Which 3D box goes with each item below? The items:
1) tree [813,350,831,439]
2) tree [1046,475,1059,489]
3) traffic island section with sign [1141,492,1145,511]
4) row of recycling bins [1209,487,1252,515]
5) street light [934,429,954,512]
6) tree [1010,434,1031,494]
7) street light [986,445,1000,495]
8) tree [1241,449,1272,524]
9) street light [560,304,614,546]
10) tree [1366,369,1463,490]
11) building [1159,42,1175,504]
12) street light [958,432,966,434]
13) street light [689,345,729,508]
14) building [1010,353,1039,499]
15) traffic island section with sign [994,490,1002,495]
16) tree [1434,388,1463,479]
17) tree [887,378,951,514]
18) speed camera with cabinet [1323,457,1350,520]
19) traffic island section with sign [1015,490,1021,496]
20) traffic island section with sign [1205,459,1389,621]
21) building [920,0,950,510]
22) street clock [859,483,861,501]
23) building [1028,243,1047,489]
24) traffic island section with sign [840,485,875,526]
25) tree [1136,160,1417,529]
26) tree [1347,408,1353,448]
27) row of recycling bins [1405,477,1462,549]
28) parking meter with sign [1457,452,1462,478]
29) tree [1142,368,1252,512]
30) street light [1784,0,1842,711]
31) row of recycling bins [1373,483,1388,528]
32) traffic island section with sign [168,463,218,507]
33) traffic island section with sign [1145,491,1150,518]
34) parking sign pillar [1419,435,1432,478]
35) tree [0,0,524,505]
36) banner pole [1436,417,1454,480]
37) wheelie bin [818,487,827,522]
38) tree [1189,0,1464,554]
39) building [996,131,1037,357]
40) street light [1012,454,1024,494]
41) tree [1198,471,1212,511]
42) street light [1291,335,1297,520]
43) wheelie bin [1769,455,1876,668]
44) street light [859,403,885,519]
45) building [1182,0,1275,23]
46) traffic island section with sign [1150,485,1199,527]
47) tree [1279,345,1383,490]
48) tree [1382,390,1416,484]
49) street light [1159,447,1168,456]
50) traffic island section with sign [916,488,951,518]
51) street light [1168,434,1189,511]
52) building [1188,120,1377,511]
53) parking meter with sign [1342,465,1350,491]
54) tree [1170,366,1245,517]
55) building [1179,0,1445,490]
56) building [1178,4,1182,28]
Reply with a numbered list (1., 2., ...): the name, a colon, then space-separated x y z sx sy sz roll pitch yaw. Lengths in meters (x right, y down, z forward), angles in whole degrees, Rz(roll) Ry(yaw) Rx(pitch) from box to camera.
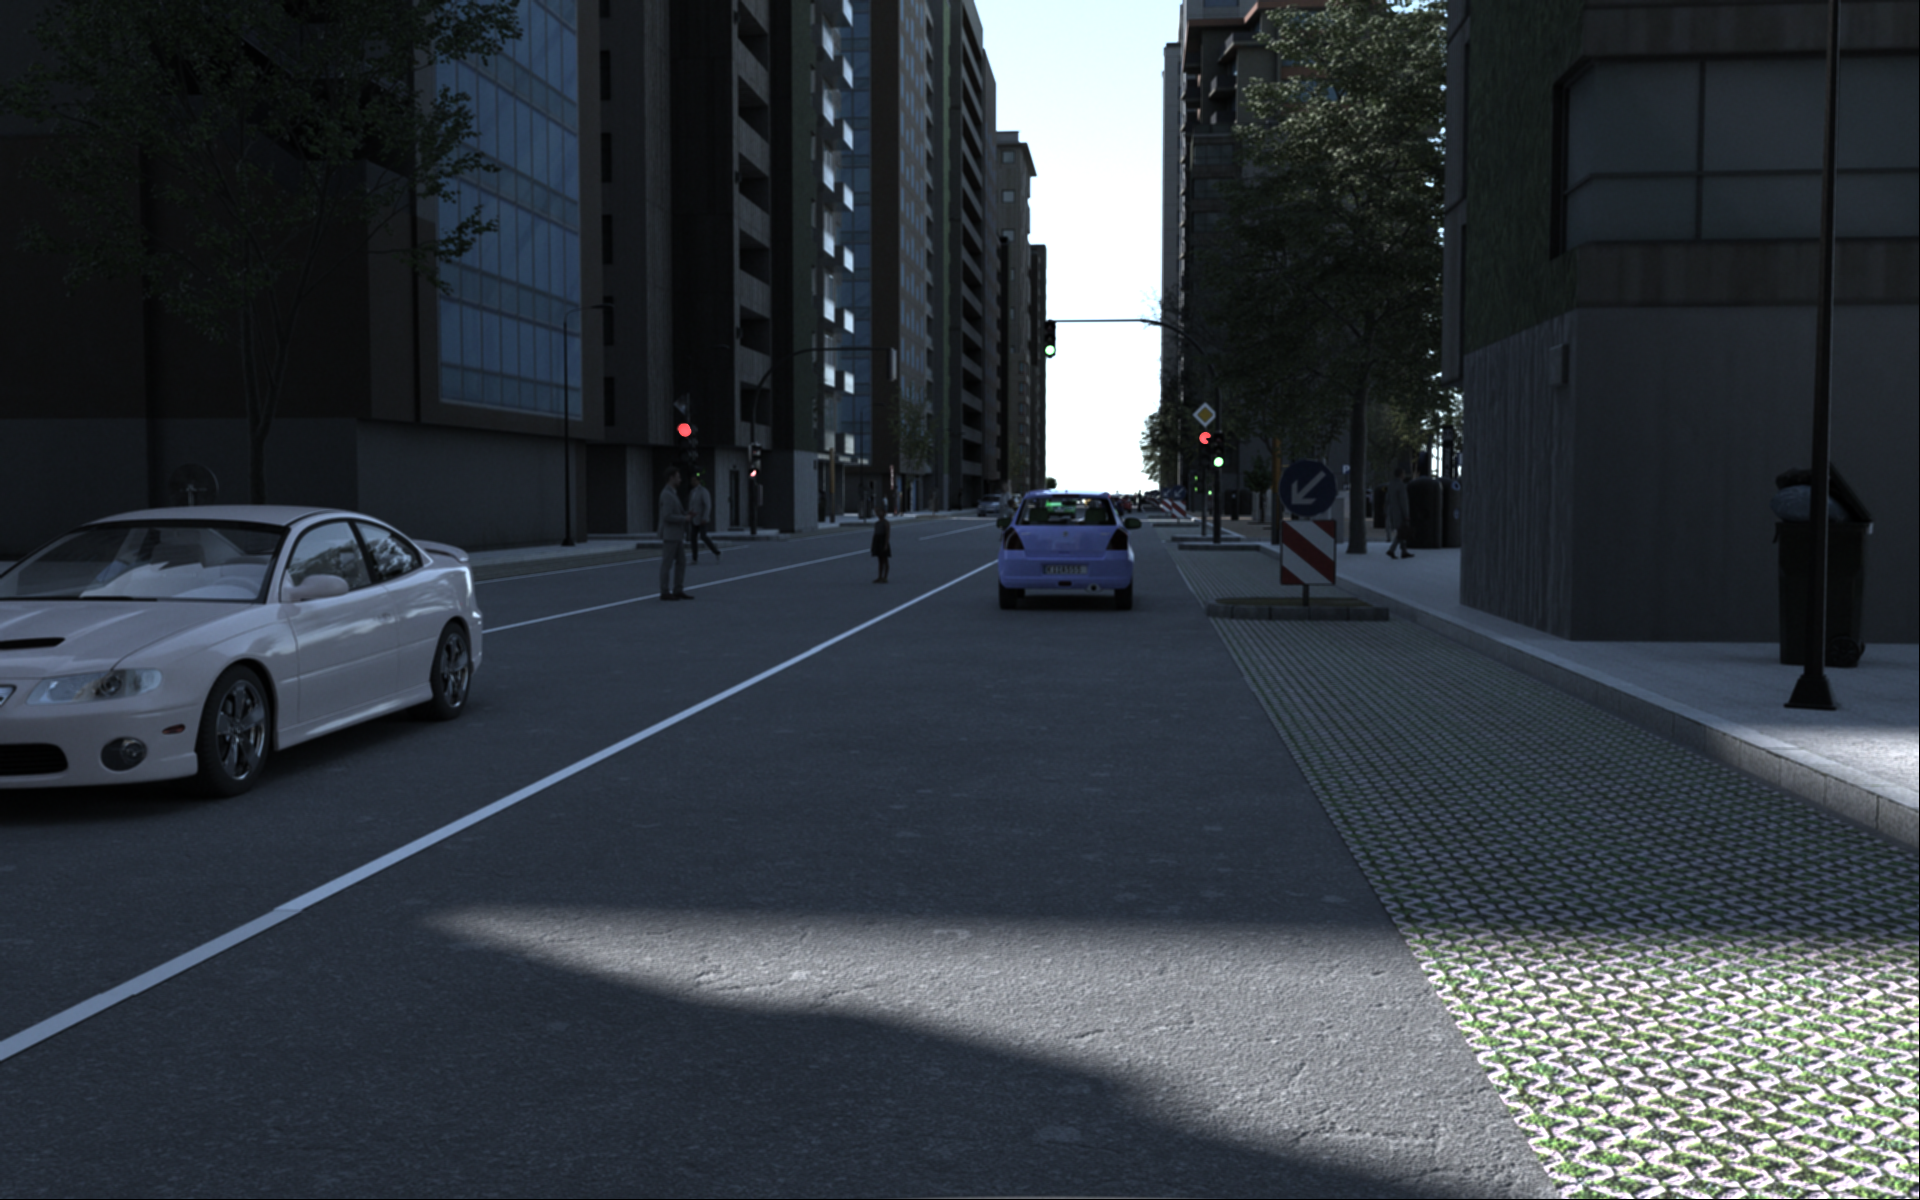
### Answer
1. tree: -7.458 -7.350 70.538 4.360 8.622 3.978 0 3 0
2. tree: 14.882 -18.639 288.463 4.285 4.588 4.351 0 3 0
3. traffic island section with sign: 16.990 -8.728 151.325 1.989 1.847 2.006 0 4 6
4. row of recycling bins: 16.943 -6.006 105.307 3.534 1.692 1.069 1 4 12
5. street light: -1.132 -9.207 123.069 1.470 5.913 1.316 0 4 6
6. tree: 6.163 -15.560 204.765 4.737 8.622 4.395 0 3 0
7. street light: 3.095 -11.779 165.126 1.470 5.913 1.316 0 4 6
8. tree: 12.818 -4.886 74.489 1.663 3.219 1.824 0 3 0
9. street light: -9.127 -4.278 42.483 1.470 5.913 1.316 0 4 6
10. tree: 22.708 -8.277 85.686 4.737 8.622 4.395 0 3 0
11. building: 36.929 -41.916 227.322 21.231 58.520 28.212 0 4 6
12. street light: -0.267 -9.675 130.720 1.470 5.913 1.316 0 4 6
13. street light: -7.901 -4.998 54.253 1.470 5.913 1.316 0 4 6
14. building: -4.216 -23.430 228.118 27.650 21.520 28.899 0 4 6
15. traffic island section with sign: 3.409 -8.856 153.425 1.989 1.847 2.006 0 4 6
16. tree: 34.964 -10.421 120.752 4.360 8.622 3.978 0 3 0
17. tree: -2.912 -9.830 111.082 4.737 8.622 4.395 0 3 0
18. speed camera with cabinet: 18.918 -5.640 86.552 2.038 3.252 0.660 2 4 25
19. traffic island section with sign: 6.110 -10.513 180.513 1.989 1.847 2.006 0 4 6
20. traffic island section with sign: 3.913 -0.722 20.428 1.989 1.847 2.006 0 4 6
21. building: -8.467 -27.704 136.551 14.154 41.232 14.086 0 4 6
22. street clock: -6.509 -6.700 114.119 0.358 2.002 0.471 -1 4 -14
23. building: 6.459 -36.241 276.138 14.154 41.232 14.086 0 4 6
24. traffic island section with sign: -4.236 -4.182 76.999 1.989 1.847 2.006 0 4 6
25. tree: 11.529 -9.322 62.784 12.009 13.543 11.850 0 3 0
26. tree: 28.915 -10.447 121.167 4.737 8.622 4.395 0 3 0
27. row of recycling bins: 11.911 -2.119 41.755 3.534 1.692 1.069 -3 5 -41
28. parking meter with sign: 21.341 -4.707 73.223 0.543 3.016 1.738 1 4 21
29. tree: 16.657 -11.512 122.636 8.767 10.594 7.601 1 4 20
30. street light: 4.604 -2.311 10.319 1.470 5.913 1.316 0 4 6
31. row of recycling bins: 17.063 -3.499 64.329 3.534 1.692 1.069 2 4 35
32. traffic island section with sign: -9.782 -0.783 21.435 1.989 1.847 2.006 0 4 6
33. traffic island section with sign: 12.126 -5.745 102.566 1.989 1.847 2.006 0 4 6
34. parking sign pillar: 21.080 -5.502 78.433 1.447 3.967 1.447 1 4 22
35. tree: -11.219 -6.242 27.819 9.928 11.665 9.643 0 3 0
36. banner pole: 15.511 -4.010 55.589 0.401 3.779 0.863 -2 4 -34
37. wheelie bin: -6.479 -4.365 79.275 0.693 1.594 0.980 -1 4 -22
38. tree: 8.964 -7.263 36.877 7.486 12.596 7.792 0 3 0
39. building: -3.614 -40.777 255.935 28.713 52.752 27.495 0 4 6
40. street light: 6.648 -13.909 199.959 1.470 5.913 1.316 0 4 6
41. tree: 18.380 -8.290 130.147 1.663 3.219 1.824 0 3 0
42. street light: 8.082 -4.414 44.714 1.470 5.913 1.316 0 4 6
43. wheelie bin: 6.494 -0.315 13.062 0.693 1.594 0.980 2 4 30
44. street light: -4.504 -7.102 88.656 1.470 5.913 1.316 0 4 6
45. building: 34.375 -39.455 187.082 21.231 58.520 28.212 0 4 6
46. traffic island section with sign: 9.421 -4.097 75.606 1.989 1.847 2.006 0 4 6
47. tree: 16.407 -7.843 78.589 4.360 8.622 3.978 0 3 0
48. tree: 28.370 -10.068 114.976 4.360 8.622 3.978 0 3 0
49. street light: 20.508 -12.030 169.230 1.470 5.913 1.316 0 4 6
50. traffic island section with sign: -1.552 -5.822 103.821 1.989 1.847 2.006 0 4 6
51. street light: 17.194 -9.925 134.818 1.470 5.913 1.316 0 4 6
52. building: 25.258 -22.392 137.803 14.160 30.474 14.107 0 4 6
53. parking meter with sign: 23.155 -6.569 103.665 0.543 3.016 1.738 1 4 16
54. tree: 13.840 -8.887 95.658 4.737 8.622 4.395 0 3 0
55. building: 31.461 -30.859 159.164 22.147 44.769 28.867 0 4 6
56. building: 39.686 -49.792 252.358 20.563 71.187 20.611 0 4 6
